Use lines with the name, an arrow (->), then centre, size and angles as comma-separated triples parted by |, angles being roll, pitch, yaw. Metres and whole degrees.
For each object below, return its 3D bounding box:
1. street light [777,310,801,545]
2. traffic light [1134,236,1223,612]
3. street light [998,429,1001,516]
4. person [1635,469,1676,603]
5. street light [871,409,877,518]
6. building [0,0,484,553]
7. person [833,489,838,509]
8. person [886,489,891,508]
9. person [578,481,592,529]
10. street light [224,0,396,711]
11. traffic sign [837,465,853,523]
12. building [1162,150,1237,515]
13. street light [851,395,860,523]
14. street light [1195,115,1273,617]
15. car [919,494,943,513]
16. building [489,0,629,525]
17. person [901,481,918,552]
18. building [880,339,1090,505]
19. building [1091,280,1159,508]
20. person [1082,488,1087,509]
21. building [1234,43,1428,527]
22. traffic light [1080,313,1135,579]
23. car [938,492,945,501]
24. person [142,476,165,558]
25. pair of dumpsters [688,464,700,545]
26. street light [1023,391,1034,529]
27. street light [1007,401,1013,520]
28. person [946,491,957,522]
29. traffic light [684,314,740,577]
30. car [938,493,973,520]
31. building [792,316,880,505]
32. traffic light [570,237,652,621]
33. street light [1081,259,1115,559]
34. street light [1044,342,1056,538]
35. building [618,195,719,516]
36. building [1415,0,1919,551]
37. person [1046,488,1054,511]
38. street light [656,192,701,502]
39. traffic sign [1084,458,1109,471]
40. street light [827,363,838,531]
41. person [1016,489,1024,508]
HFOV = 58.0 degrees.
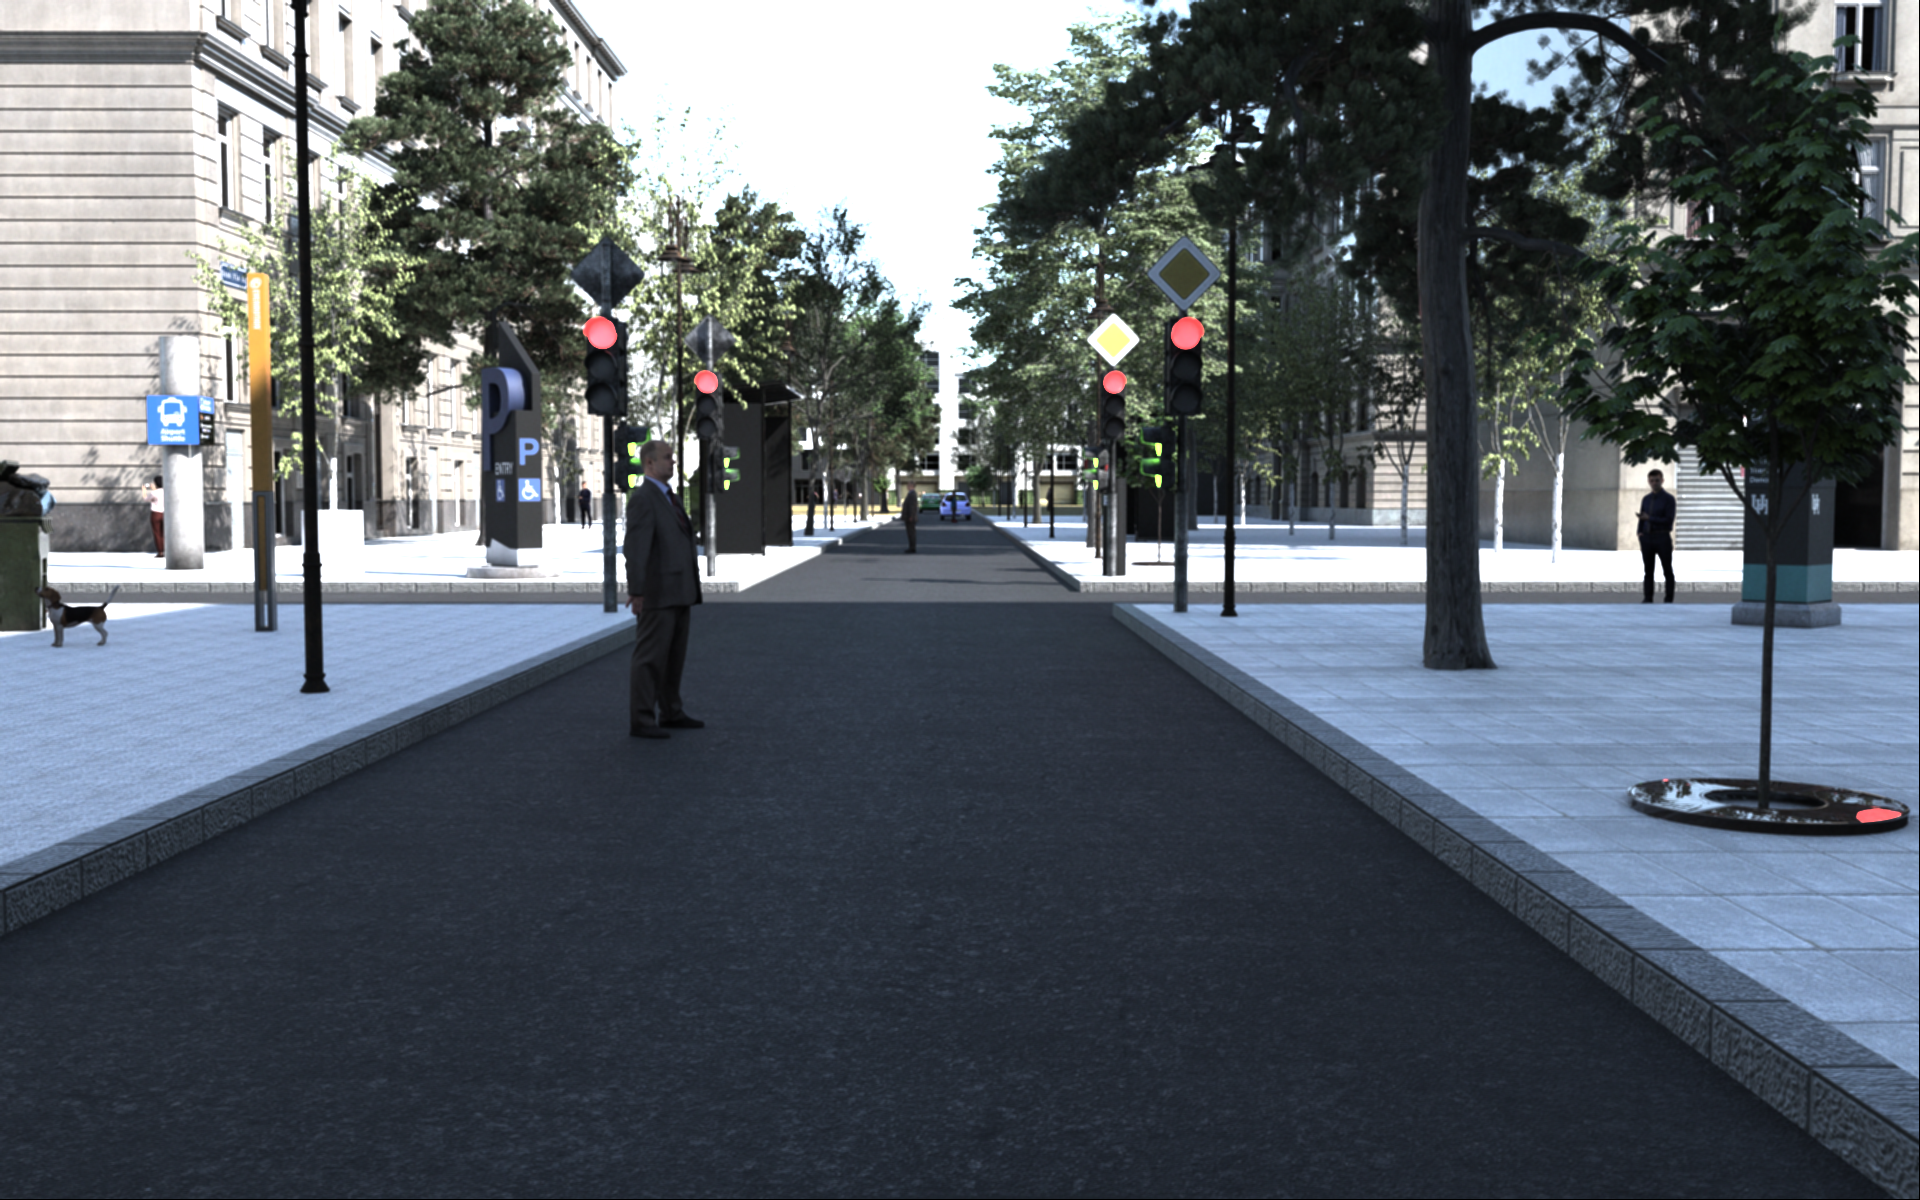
street light -> -4.281, -4.326, 43.512 | 0.468, 5.910, 1.993 | 0, 4, 0
traffic light -> 2.384, -1.804, 18.745 | 0.839, 4.213, 0.868 | 0, 4, 0
street light -> 2.322, -7.874, 101.525 | 0.468, 5.910, 1.993 | 0, 4, 0
person -> 8.619, -0.756, 21.560 | 0.504, 1.737, 0.576 | -3, 4, -38
street light -> -4.714, -7.371, 93.304 | 0.468, 5.910, 1.993 | 0, 4, 0
building -> -22.173, -15.400, 49.055 | 12.463, 27.353, 25.104 | 0, 4, 0
person -> -10.962, -8.897, 151.962 | 0.683, 1.767, 0.568 | 1, 4, 19
person -> -6.726, -9.351, 158.940 | 0.705, 1.824, 1.348 | 2, 4, 24
person -> -13.647, -3.430, 62.835 | 0.576, 1.737, 0.504 | 1, 4, 18
street light -> -4.188, -2.341, 11.065 | 0.468, 5.910, 1.993 | 0, 4, 0
traffic sign -> -5.003, -4.611, 75.502 | 0.768, 2.556, 0.104 | 0, 4, 4
building -> 27.361, -16.862, 119.663 | 27.936, 21.610, 32.646 | 0, 4, 0
street light -> -4.656, -6.356, 76.706 | 0.468, 5.910, 1.993 | 0, 4, 0
street light -> 2.828, -2.767, 18.029 | 0.468, 5.910, 1.993 | 0, 4, 0
car -> -2.209, -7.443, 130.488 | 1.959, 1.807, 4.718 | 0, 4, -2
building -> -22.717, -16.994, 75.119 | 12.463, 27.353, 25.104 | 0, 4, 0
person -> -1.245, -2.050, 42.568 | 0.434, 1.755, 0.990 | 0, 4, -1
building -> 6.575, -20.729, 205.370 | 31.486, 18.905, 16.747 | 0, 4, 0
building -> 21.361, -17.447, 151.714 | 16.747, 18.905, 31.486 | 0, 4, 0
person -> 11.056, -8.802, 149.589 | 1.348, 1.869, 0.705 | -2, 4, -25
building -> 21.301, -16.229, 84.430 | 14.460, 24.649, 34.723 | 0, 4, 0
traffic light -> 2.331, -2.293, 26.730 | 0.839, 4.213, 0.868 | 0, 4, 0
car -> -1.782, -8.939, 155.186 | 2.155, 1.783, 4.494 | 0, 4, -2
person -> -16.067, -1.659, 34.627 | 0.517, 1.644, 0.566 | -1, 4, -22
pair of dumpsters -> -6.212, -2.625, 45.405 | 1.574, 2.255, 4.436 | 0, 4, 0
street light -> 2.558, -5.786, 67.385 | 0.468, 5.910, 1.993 | 0, 4, 0
street light -> 2.384, -6.859, 84.927 | 0.468, 5.910, 1.993 | 0, 4, 0
person -> -0.348, -4.741, 87.881 | 0.662, 1.594, 0.647 | 2, 4, 29
traffic light -> -3.830, -2.289, 26.673 | 0.839, 4.213, 0.868 | 0, 4, 0
car -> -0.262, -5.293, 96.134 | 1.945, 1.707, 3.694 | 0, 4, -1
building -> -25.525, -22.408, 210.351 | 32.646, 21.610, 27.936 | 0, 4, 0
traffic light -> -3.777, -1.801, 18.689 | 0.839, 4.213, 0.868 | 0, 4, 0
street light -> 2.741, -3.755, 34.189 | 0.468, 5.910, 1.993 | 0, 4, 0
street light -> 2.705, -4.771, 50.787 | 0.468, 5.910, 1.993 | 0, 4, 0
building -> -24.276, -15.410, 118.413 | 16.747, 18.905, 31.486 | 0, 4, 0
building -> 28.855, -12.969, 45.322 | 30.059, 22.955, 16.112 | 0, 4, 0
person -> 6.818, -7.607, 130.976 | 0.434, 1.755, 0.990 | -2, 4, -27
street light -> -4.349, -3.310, 26.913 | 0.468, 5.910, 1.993 | 0, 4, 0
traffic sign -> 4.247, -3.300, 54.055 | 0.768, 2.556, 0.104 | 0, 4, 4
street light -> -4.460, -5.341, 60.109 | 0.468, 5.910, 1.993 | 0, 4, 0
person -> 5.467, -9.146, 156.298 | 0.721, 1.735, 1.217 | -2, 4, -32
